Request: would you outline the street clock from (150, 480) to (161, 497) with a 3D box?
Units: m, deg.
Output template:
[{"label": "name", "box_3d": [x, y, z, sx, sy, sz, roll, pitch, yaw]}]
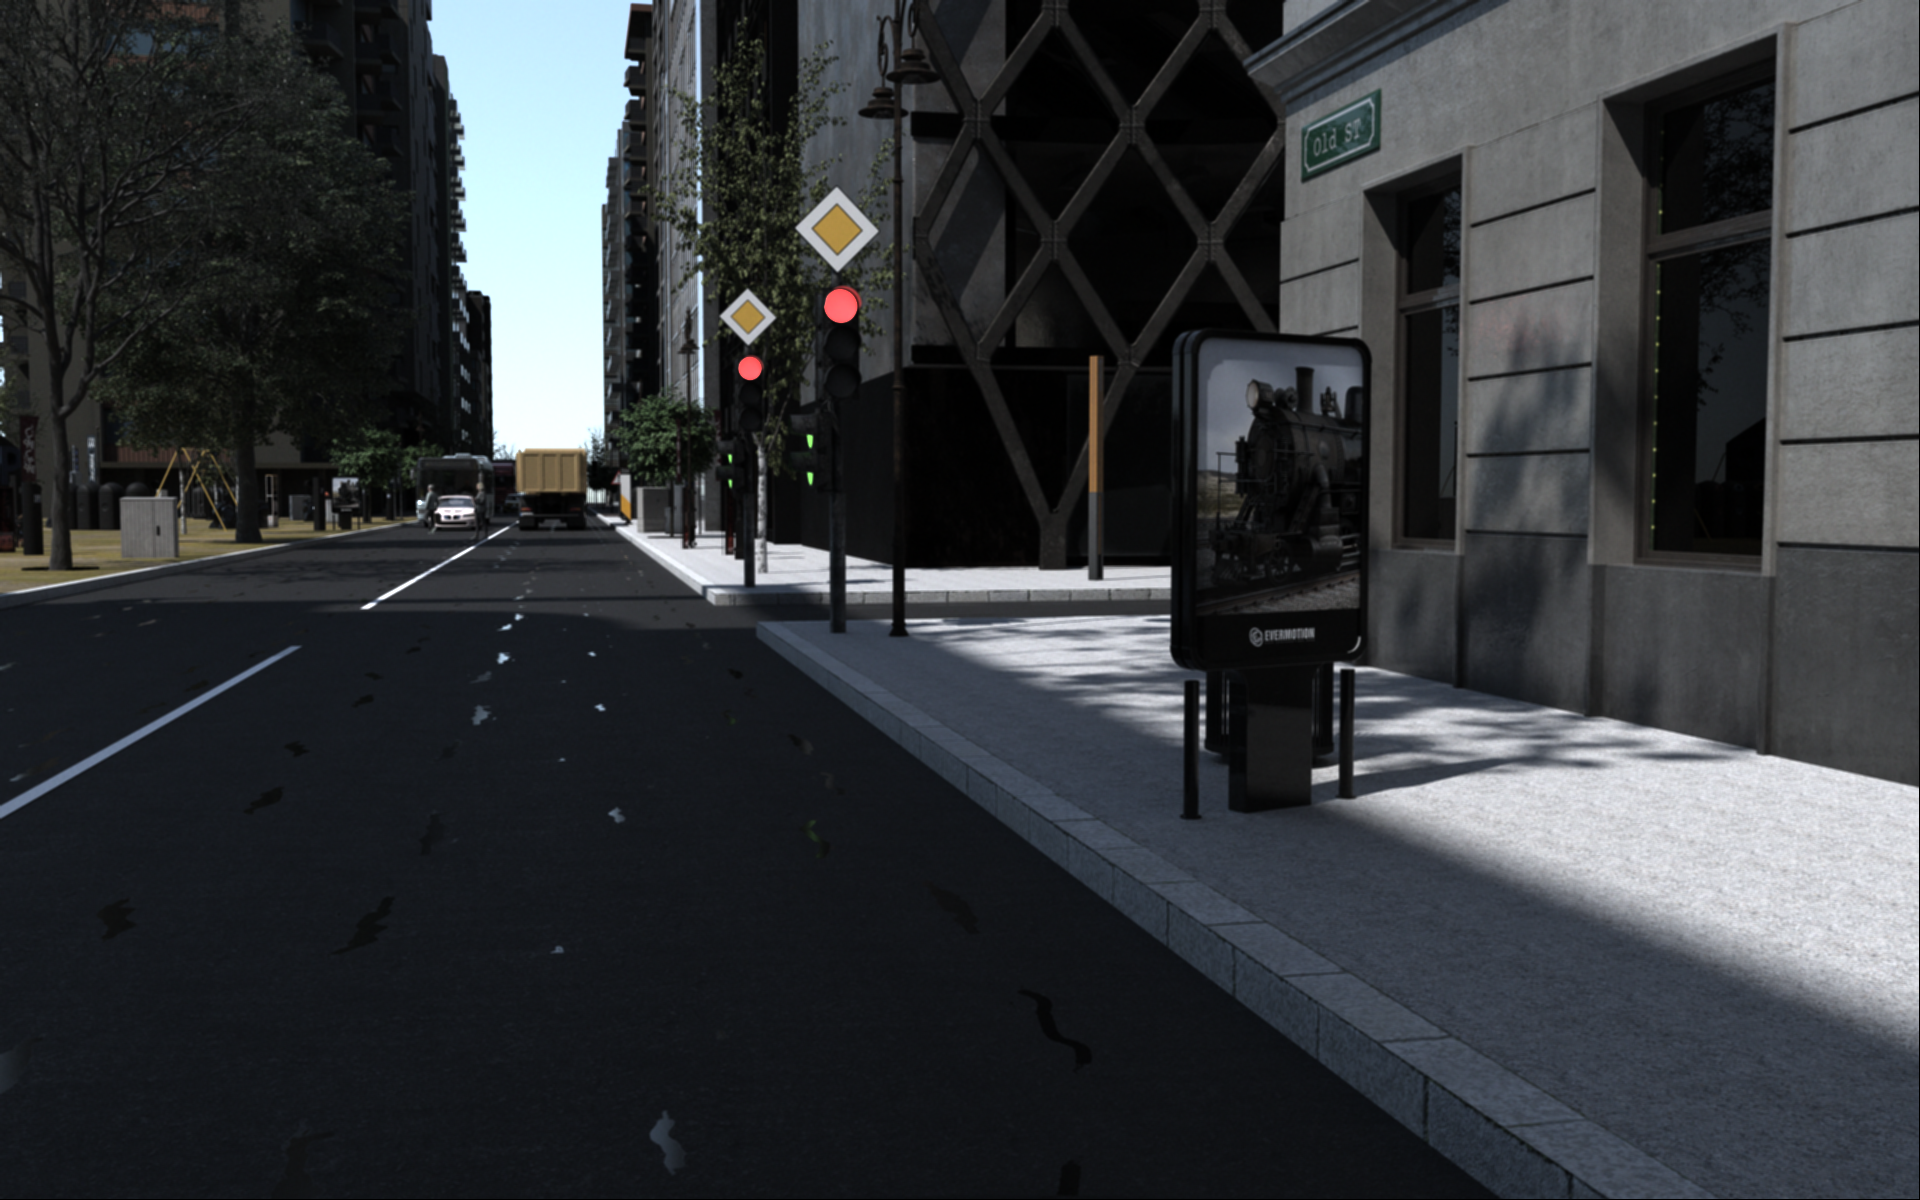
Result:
[{"label": "street clock", "box_3d": [-42.366, -5.300, 91.224, 0.471, 2.002, 0.358, 1, 4, 13]}]

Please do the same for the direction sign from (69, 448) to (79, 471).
[{"label": "direction sign", "box_3d": [-44.175, -5.752, 86.046, 0.876, 3.537, 0.379, 1, 4, 9]}]

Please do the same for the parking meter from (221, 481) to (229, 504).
[{"label": "parking meter", "box_3d": [-33.544, -4.486, 79.061, 0.255, 1.863, 0.399, -2, 4, -33]}]

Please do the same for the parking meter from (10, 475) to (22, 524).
[{"label": "parking meter", "box_3d": [-29.345, -2.953, 53.992, 0.255, 1.863, 0.399, 1, 4, 17]}]

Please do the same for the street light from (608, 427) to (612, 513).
[{"label": "street light", "box_3d": [-23.491, -8.805, 116.753, 0.468, 5.910, 1.993, -1, 4, -13]}]

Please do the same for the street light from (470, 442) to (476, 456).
[{"label": "street light", "box_3d": [-42.200, -10.840, 150.021, 0.468, 5.910, 1.993, -1, 4, -13]}]

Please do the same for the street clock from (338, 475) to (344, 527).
[{"label": "street clock", "box_3d": [-23.903, -3.813, 66.906, 0.471, 2.002, 0.358, 1, 4, 23]}]

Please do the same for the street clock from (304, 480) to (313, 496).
[{"label": "street clock", "box_3d": [-34.316, -5.304, 91.287, 0.358, 2.002, 0.471, 1, 4, 19]}]

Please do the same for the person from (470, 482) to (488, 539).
[{"label": "person", "box_3d": [-15.218, -2.822, 54.831, 0.526, 1.800, 0.537, -2, 4, -28]}]

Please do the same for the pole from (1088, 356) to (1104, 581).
[{"label": "pole", "box_3d": [2.021, -1.947, 25.676, 0.158, 3.312, 0.155, 0, 3, 0]}]

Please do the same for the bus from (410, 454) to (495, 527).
[{"label": "bus", "box_3d": [-22.832, -5.127, 78.678, 2.948, 3.499, 13.247, -1, 4, -12]}]

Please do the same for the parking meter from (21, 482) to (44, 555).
[{"label": "parking meter", "box_3d": [-19.531, -1.716, 36.470, 0.372, 1.533, 0.369, 0, 3, 0]}]

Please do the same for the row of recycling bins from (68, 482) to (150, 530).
[{"label": "row of recycling bins", "box_3d": [-30.585, -3.346, 61.825, 3.534, 1.692, 1.069, 1, 4, 10]}]

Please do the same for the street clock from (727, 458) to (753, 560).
[{"label": "street clock", "box_3d": [-4.309, -1.795, 33.918, 0.471, 2.002, 0.358, 0, 4, 3]}]

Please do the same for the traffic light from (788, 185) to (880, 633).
[{"label": "traffic light", "box_3d": [-1.150, -1.653, 15.946, 0.839, 4.253, 0.868, -1, 4, -13]}]

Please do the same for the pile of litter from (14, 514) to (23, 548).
[{"label": "pile of litter", "box_3d": [-22.894, -1.704, 41.824, 1.176, 0.858, 1.719, 0, 4, 0]}]

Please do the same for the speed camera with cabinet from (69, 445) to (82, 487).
[{"label": "speed camera with cabinet", "box_3d": [-36.027, -4.693, 71.060, 0.660, 3.252, 2.038, 1, 4, 8]}]

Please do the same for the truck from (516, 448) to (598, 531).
[{"label": "truck", "box_3d": [-16.739, -4.622, 71.490, 3.469, 3.379, 9.791, -1, 4, -11]}]

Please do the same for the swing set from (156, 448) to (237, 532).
[{"label": "swing set", "box_3d": [-26.567, -3.832, 60.270, 2.862, 2.851, 3.119, 0, 4, -7]}]

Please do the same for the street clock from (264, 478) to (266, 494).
[{"label": "street clock", "box_3d": [-30.049, -4.328, 75.336, 0.358, 2.002, 0.471, 0, 4, 6]}]

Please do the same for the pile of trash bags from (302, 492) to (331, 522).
[{"label": "pile of trash bags", "box_3d": [-30.145, -4.423, 82.066, 1.912, 1.369, 3.447, -1, 4, -18]}]

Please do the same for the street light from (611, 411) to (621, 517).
[{"label": "street light", "box_3d": [-18.881, -7.535, 95.988, 0.468, 5.910, 1.993, -1, 4, -13]}]

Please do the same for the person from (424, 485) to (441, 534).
[{"label": "person", "box_3d": [-19.120, -3.297, 62.888, 0.515, 1.767, 0.782, 1, 4, 16]}]

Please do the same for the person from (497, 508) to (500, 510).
[{"label": "person", "box_3d": [-42.591, -9.241, 159.675, 0.705, 1.814, 1.350, 0, 3, 0]}]

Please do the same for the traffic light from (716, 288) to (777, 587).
[{"label": "traffic light", "box_3d": [-2.916, -2.129, 23.734, 0.839, 4.253, 0.868, -1, 4, -13]}]

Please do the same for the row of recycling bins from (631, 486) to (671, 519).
[{"label": "row of recycling bins", "box_3d": [-15.658, -4.921, 87.567, 1.069, 1.692, 3.534, -2, 4, -35]}]

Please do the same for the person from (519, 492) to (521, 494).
[{"label": "person", "box_3d": [-56.898, -13.163, 223.845, 1.348, 1.807, 0.705, 1, 4, 18]}]

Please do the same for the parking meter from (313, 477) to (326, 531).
[{"label": "parking meter", "box_3d": [-22.442, -3.362, 60.676, 0.255, 1.863, 0.399, 1, 4, 14]}]

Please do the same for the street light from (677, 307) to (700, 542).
[{"label": "street light", "box_3d": [-6.694, -4.282, 42.806, 0.468, 5.910, 1.993, -1, 4, -13]}]

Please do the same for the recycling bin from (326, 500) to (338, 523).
[{"label": "recycling bin", "box_3d": [-28.106, -3.995, 77.872, 0.722, 1.027, 0.722, -1, 4, -17]}]

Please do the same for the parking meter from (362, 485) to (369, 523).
[{"label": "parking meter", "box_3d": [-26.791, -4.433, 78.188, 0.255, 1.863, 0.399, -3, 5, -41]}]

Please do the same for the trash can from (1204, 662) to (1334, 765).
[{"label": "trash can", "box_3d": [1.482, 0.206, 8.284, 0.748, 1.137, 0.748, 0, 3, 0]}]

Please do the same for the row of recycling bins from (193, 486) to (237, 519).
[{"label": "row of recycling bins", "box_3d": [-38.460, -5.057, 89.795, 1.069, 1.692, 3.534, 1, 4, 14]}]

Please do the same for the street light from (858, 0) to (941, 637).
[{"label": "street light", "box_3d": [-0.553, -2.612, 15.491, 0.468, 5.910, 1.993, -1, 4, -13]}]

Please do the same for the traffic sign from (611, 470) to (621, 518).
[{"label": "traffic sign", "box_3d": [-18.644, -5.794, 94.740, 0.884, 2.594, 0.081, 0, 4, -5]}]

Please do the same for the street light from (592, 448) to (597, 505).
[{"label": "street light", "box_3d": [-35.898, -12.144, 171.344, 0.468, 5.910, 1.993, -1, 4, -13]}]

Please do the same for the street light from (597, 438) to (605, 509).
[{"label": "street light", "box_3d": [-29.664, -10.468, 143.935, 0.468, 5.910, 1.993, -1, 4, -13]}]

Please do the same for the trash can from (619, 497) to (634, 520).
[{"label": "trash can", "box_3d": [-16.258, -4.458, 84.547, 0.748, 1.137, 0.748, 0, 3, 0]}]

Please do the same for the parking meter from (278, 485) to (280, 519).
[{"label": "parking meter", "box_3d": [-35.743, -5.180, 90.410, 0.255, 1.863, 0.399, 3, 5, 39]}]

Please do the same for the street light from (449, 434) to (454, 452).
[{"label": "street light", "box_3d": [-36.052, -9.190, 123.042, 0.468, 5.910, 1.993, -1, 4, -13]}]

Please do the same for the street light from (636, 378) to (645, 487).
[{"label": "street light", "box_3d": [-12.742, -5.898, 69.227, 0.468, 5.910, 1.993, -1, 4, -13]}]

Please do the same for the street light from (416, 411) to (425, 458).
[{"label": "street light", "box_3d": [-29.968, -7.557, 96.352, 0.468, 5.910, 1.993, -1, 4, -13]}]

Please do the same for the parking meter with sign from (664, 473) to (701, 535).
[{"label": "parking meter with sign", "box_3d": [-8.753, -3.589, 54.938, 0.543, 3.016, 1.738, -3, 5, -45]}]

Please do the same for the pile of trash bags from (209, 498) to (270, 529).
[{"label": "pile of trash bags", "box_3d": [-26.546, -3.322, 64.073, 1.912, 1.369, 3.447, -2, 4, -33]}]

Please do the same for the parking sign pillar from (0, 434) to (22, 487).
[{"label": "parking sign pillar", "box_3d": [-38.860, -5.033, 70.761, 1.447, 3.967, 1.447, 1, 4, 18]}]

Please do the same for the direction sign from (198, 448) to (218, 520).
[{"label": "direction sign", "box_3d": [-36.700, -5.664, 84.606, 0.876, 3.537, 0.379, -1, 4, -8]}]

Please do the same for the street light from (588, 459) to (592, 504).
[{"label": "street light", "box_3d": [-42.245, -13.842, 199.098, 0.468, 5.910, 1.993, -1, 4, -13]}]

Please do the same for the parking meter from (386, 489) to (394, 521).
[{"label": "parking meter", "box_3d": [-27.627, -4.618, 83.912, 0.372, 1.533, 0.369, 0, 3, 0]}]
